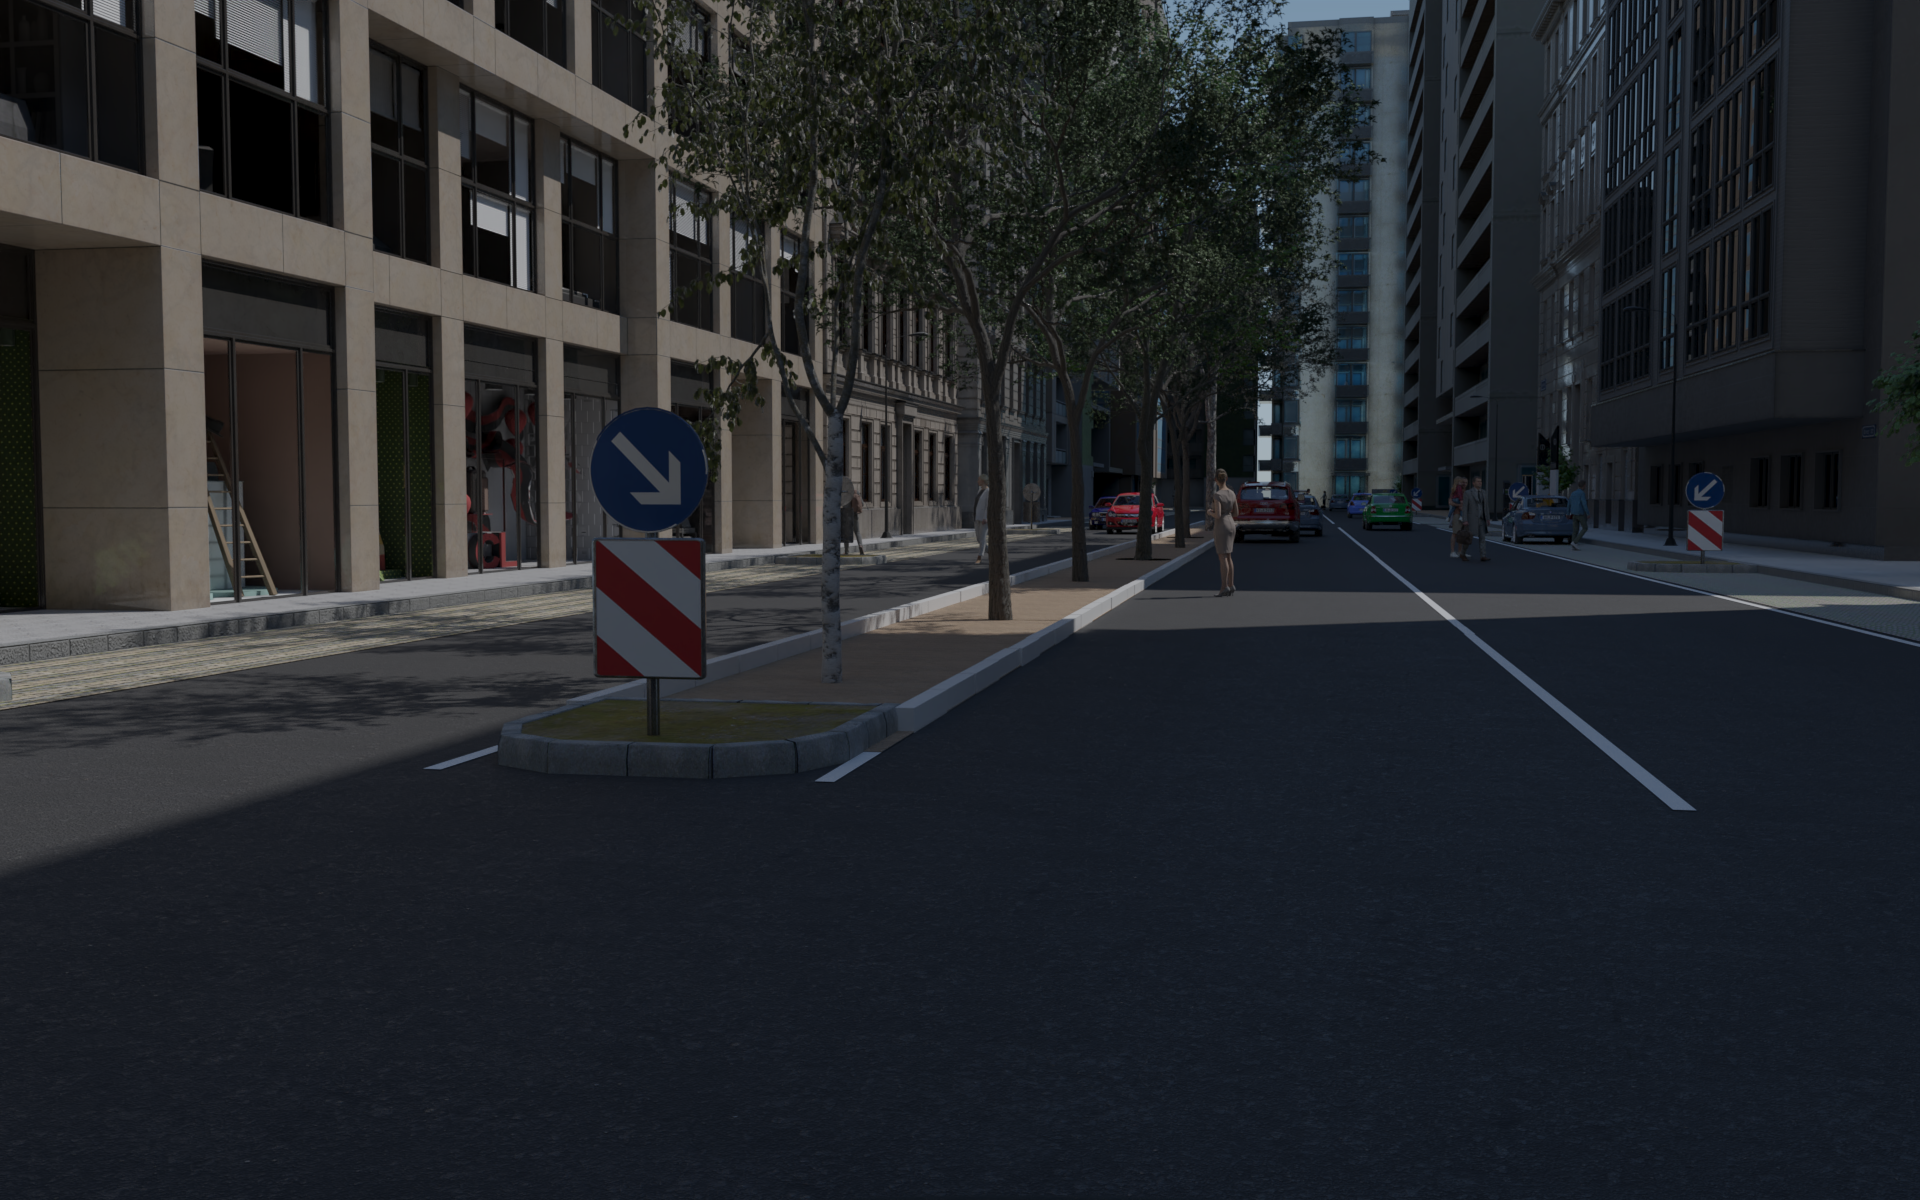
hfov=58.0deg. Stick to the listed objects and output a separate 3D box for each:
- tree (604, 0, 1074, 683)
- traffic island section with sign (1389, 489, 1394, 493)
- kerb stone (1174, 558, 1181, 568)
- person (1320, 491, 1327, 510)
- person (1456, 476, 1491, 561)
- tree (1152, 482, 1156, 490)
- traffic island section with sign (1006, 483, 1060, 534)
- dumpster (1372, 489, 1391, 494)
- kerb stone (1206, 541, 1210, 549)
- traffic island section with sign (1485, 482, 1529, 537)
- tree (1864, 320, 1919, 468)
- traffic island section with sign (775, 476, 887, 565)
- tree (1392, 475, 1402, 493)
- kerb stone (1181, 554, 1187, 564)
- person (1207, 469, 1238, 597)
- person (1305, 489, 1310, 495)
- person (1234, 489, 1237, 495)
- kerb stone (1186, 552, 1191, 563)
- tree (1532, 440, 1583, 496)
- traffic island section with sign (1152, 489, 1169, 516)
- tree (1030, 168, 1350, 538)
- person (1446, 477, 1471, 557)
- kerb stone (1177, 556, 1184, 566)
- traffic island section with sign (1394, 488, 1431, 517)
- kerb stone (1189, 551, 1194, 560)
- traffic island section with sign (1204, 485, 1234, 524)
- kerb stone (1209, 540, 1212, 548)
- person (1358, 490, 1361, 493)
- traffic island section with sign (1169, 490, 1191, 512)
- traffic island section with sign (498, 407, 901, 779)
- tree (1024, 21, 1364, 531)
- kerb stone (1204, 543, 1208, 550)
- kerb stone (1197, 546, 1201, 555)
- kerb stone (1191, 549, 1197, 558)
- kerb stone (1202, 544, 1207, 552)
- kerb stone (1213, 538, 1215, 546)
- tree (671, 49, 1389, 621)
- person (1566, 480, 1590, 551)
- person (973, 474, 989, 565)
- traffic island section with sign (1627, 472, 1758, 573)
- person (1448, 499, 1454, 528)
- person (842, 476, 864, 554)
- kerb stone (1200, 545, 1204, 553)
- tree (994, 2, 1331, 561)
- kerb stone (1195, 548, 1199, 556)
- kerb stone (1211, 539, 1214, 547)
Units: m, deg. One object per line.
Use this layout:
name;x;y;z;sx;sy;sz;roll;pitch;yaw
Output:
tree;-0.940;-3.685;13.073;4.360;8.622;3.978;0;3;0
traffic island section with sign;33.470;-7.692;134.398;1.989;1.847;2.006;1;4;11
kerb stone;4.075;-0.662;33.022;0.120;0.150;1.000;1;4;11
person;32.650;-8.946;155.562;0.721;1.735;1.217;3;4;37
person;10.991;-1.731;36.900;0.694;1.812;0.767;-1;4;-19
tree;15.669;-9.188;144.827;1.663;3.219;1.824;0;3;0
traffic island section with sign;2.565;-3.277;62.209;1.989;1.847;2.006;1;4;11
dumpster;35.393;-8.370;145.064;1.865;1.857;1.264;1;4;10
kerb stone;6.224;-1.340;44.099;0.120;0.150;1.000;1;4;11
traffic island section with sign;18.704;-3.060;58.663;1.989;1.847;2.006;1;4;11
tree;15.676;-2.606;26.319;4.285;4.588;4.351;0;3;0
traffic island section with sign;-2.588;-1.658;35.732;1.989;1.847;2.006;1;4;11
tree;40.225;-9.963;157.493;1.663;3.219;1.824;0;3;0
kerb stone;4.455;-0.785;35.031;0.120;0.150;1.000;1;4;11
person;3.656;-0.936;24.149;0.374;1.781;0.599;3;5;43
person;17.588;-4.785;87.654;0.530;1.710;0.541;2;4;29
person;14.757;-5.152;93.412;0.551;1.740;0.621;0;4;2
kerb stone;4.659;-0.846;36.033;0.120;0.150;1.000;1;4;11
tree;21.185;-4.099;61.615;1.663;3.219;1.824;0;3;0
traffic island section with sign;12.242;-6.316;111.888;1.989;1.847;2.006;1;4;11
tree;7.315;-8.734;55.627;12.009;13.543;11.850;0;3;0
person;11.321;-1.884;39.275;0.573;1.828;0.580;2;4;25
kerb stone;4.267;-0.724;34.026;0.120;0.150;1.000;1;4;11
traffic island section with sign;28.298;-6.074;107.942;1.989;1.847;2.006;1;4;11
kerb stone;4.860;-0.905;37.045;0.120;0.150;1.000;1;4;11
traffic island section with sign;12.848;-4.608;83.481;2.006;1.907;1.989;1;4;11
kerb stone;6.417;-1.401;45.103;0.120;0.150;1.000;1;4;11
person;28.619;-7.012;123.866;1.217;1.735;0.721;-2;4;-31
traffic island section with sign;17.398;-7.934;138.347;1.989;1.847;2.006;1;4;11
traffic island section with sign;-1.513;-0.097;9.722;2.006;1.907;1.989;1;4;11
tree;8.712;-12.809;67.772;12.611;20.169;13.585;0;3;0
kerb stone;6.032;-1.278;43.084;0.120;0.150;1.000;1;4;11
kerb stone;5.438;-1.093;40.068;0.120;0.150;1.000;1;4;11
kerb stone;5.055;-0.967;38.049;0.120;0.150;1.000;1;4;11
kerb stone;5.845;-1.216;42.079;0.120;0.150;1.000;1;4;11
kerb stone;6.824;-1.521;47.122;0.120;0.150;1.000;1;4;11
tree;0.546;-5.062;19.626;8.767;10.594;7.601;1;4;11
person;15.562;-2.128;43.637;0.444;1.785;0.601;-1;4;-15
person;0.512;-1.655;35.436;0.514;1.842;0.818;3;4;38
traffic island section with sign;13.554;-1.442;32.203;1.989;1.847;2.006;1;4;11
person;20.546;-3.634;72.201;0.394;1.301;0.425;1;4;9
person;-2.496;-1.877;39.147;0.622;1.834;0.822;-1;4;-21
kerb stone;5.641;-1.154;41.070;0.120;0.150;1.000;1;4;11
tree;4.041;-6.643;36.831;9.928;11.665;9.643;0;3;0
kerb stone;5.248;-1.028;39.059;0.120;0.150;1.000;1;4;11
kerb stone;6.616;-1.462;46.121;0.120;0.150;1.000;1;4;11
